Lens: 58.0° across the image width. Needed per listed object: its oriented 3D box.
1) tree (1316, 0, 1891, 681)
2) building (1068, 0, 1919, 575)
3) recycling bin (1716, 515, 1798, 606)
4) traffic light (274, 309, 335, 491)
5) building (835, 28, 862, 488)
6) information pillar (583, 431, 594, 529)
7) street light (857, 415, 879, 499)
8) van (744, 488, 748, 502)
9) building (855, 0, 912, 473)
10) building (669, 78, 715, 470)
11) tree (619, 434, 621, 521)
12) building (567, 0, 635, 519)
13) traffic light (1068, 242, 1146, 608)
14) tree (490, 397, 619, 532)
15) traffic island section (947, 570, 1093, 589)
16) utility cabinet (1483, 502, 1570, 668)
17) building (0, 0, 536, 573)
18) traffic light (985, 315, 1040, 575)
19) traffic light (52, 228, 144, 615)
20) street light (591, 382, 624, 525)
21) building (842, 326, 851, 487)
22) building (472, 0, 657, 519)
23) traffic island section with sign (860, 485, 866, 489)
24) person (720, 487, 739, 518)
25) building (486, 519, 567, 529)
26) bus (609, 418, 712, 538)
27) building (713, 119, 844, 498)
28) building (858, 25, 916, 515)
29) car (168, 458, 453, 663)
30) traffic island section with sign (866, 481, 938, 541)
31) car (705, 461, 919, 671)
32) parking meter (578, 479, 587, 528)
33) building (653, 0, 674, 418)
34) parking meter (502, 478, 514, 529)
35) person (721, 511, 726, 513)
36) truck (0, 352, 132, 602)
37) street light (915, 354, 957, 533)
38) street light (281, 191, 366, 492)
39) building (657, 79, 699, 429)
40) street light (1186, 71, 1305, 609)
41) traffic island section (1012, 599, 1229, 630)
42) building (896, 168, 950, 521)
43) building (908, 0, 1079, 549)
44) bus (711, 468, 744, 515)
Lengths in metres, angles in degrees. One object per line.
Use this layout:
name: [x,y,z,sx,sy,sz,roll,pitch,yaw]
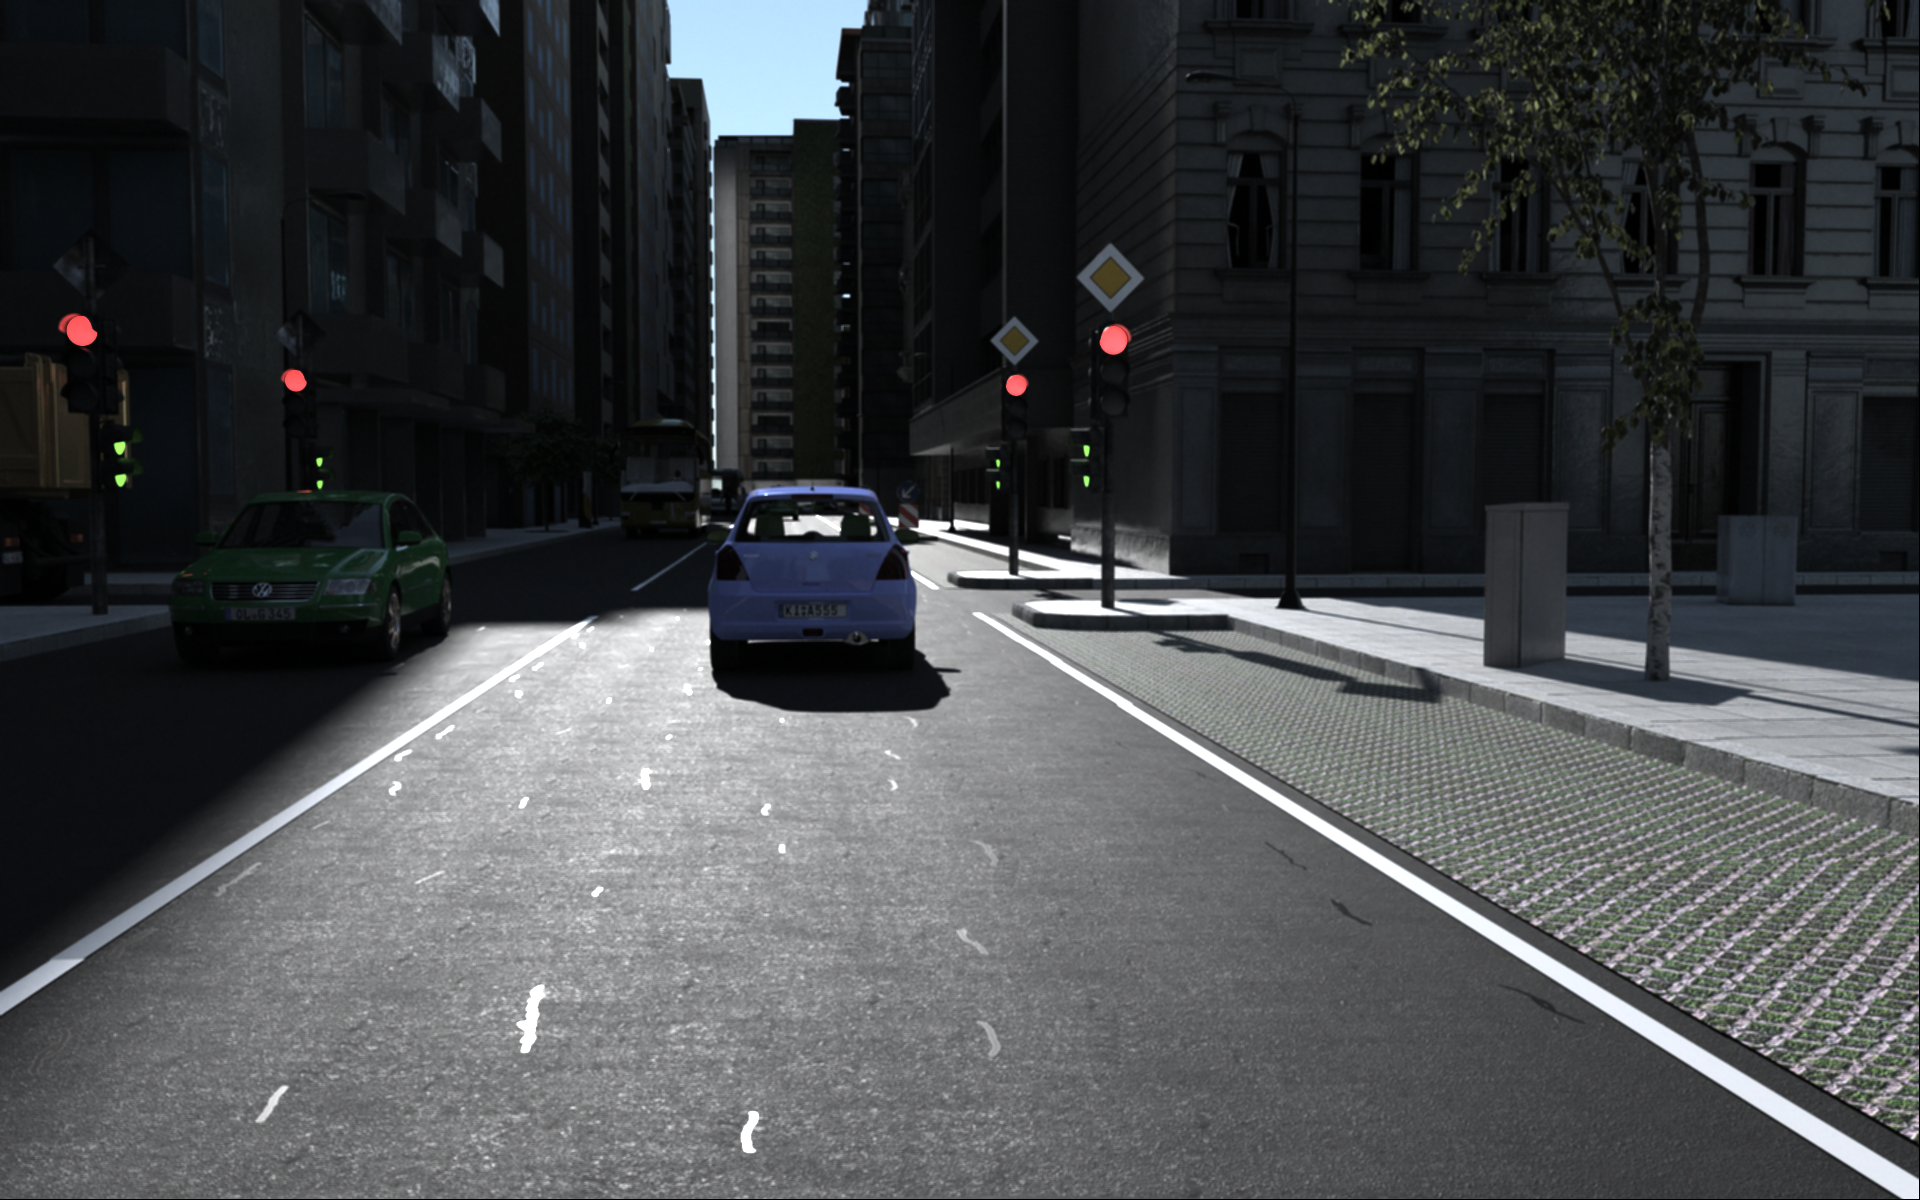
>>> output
tree: [4.569,-3.751,11.689,4.360,8.622,3.978,0,3,0]
building: [11.695,-11.199,32.254,18.267,20.994,9.793,0,4,-6]
recycling bin: [9.302,-0.470,20.241,0.722,1.027,0.722,1,4,12]
traffic light: [-9.968,-2.286,26.289,0.839,4.253,0.868,0,4,-6]
building: [-0.548,-31.162,164.117,22.147,44.769,28.867,0,4,-6]
information pillar: [-13.834,-4.465,64.349,0.183,3.616,0.504,1,4,14]
street light: [-5.350,-7.899,101.687,1.470,5.913,1.316,0,4,-6]
van: [-20.499,-9.437,158.670,2.240,2.365,5.245,0,4,-7]
building: [3.995,-31.491,134.484,23.786,49.044,30.456,0,4,-6]
building: [-38.735,-34.841,193.356,21.600,48.544,21.300,0,4,-6]
tree: [-16.756,-6.055,82.710,4.285,4.588,4.351,0,3,0]
building: [-24.990,-19.565,91.584,14.160,30.474,14.107,0,4,-6]
traffic light: [1.653,-1.868,19.470,0.839,4.253,0.868,0,4,-6]
tree: [-14.109,-4.584,58.664,4.285,4.588,4.351,0,3,0]
traffic island section: [0.876,-0.321,27.532,2.009,0.180,2.903,0,4,-6]
utility cabinet: [4.311,-0.124,13.197,0.306,1.237,1.020,3,4,37]
building: [-23.073,-25.624,38.554,23.786,49.044,30.456,0,4,-6]
traffic light: [0.835,-2.354,27.414,0.839,4.253,0.868,0,4,-6]
traffic light: [-9.149,-1.800,18.346,0.839,4.253,0.868,0,4,-6]
street light: [-14.566,-6.060,71.622,1.470,5.913,1.316,0,4,-6]
building: [0.894,-21.793,201.347,28.899,21.520,27.650,0,4,-6]
building: [-26.317,-27.928,106.739,14.600,45.320,14.200,0,4,-6]
traffic island section with sign: [-4.505,-4.353,79.802,1.989,1.847,2.006,0,4,-6]
person: [-13.907,-5.872,104.140,0.705,1.869,1.348,3,5,45]
building: [-23.457,-25.624,69.059,14.600,45.320,14.200,0,4,-6]
bus: [-10.087,-4.181,59.909,2.896,3.916,12.252,0,4,-6]
building: [-20.054,-31.084,191.809,14.086,41.232,14.154,0,4,-6]
building: [0.385,-20.785,111.542,14.160,30.474,14.107,0,4,-6]
car: [-5.911,-0.449,16.145,1.959,1.807,4.718,0,4,-8]
traffic island section with sign: [-1.741,-2.710,52.944,1.989,1.847,2.006,0,4,-6]
car: [-1.310,-0.356,15.414,1.945,1.707,3.694,0,4,-5]
parking meter: [-14.366,-3.698,66.181,0.399,1.863,0.255,-2,4,-24]
building: [-35.249,-32.861,126.513,28.713,52.752,27.495,0,4,-6]
parking meter: [-16.530,-3.527,63.375,0.255,1.863,0.399,1,4,18]
person: [-17.891,-7.487,130.896,0.705,1.826,1.348,1,4,15]
truck: [-16.001,-1.593,21.966,9.791,3.379,3.469,0,4,-4]
street light: [-0.801,-5.193,57.454,1.470,5.913,1.316,0,4,-6]
street light: [-9.808,-3.310,26.663,1.470,5.913,1.316,0,4,-6]
building: [-36.465,-28.588,159.301,23.993,40.220,32.217,0,4,-6]
street light: [3.177,-2.857,19.257,1.470,5.913,1.316,0,4,-6]
traffic island section: [1.694,0.165,19.588,2.009,0.180,2.903,0,4,-6]
building: [4.189,-16.295,85.503,14.460,24.649,34.723,0,4,-6]
building: [6.561,-14.323,53.246,14.314,24.678,30.058,0,4,-6]
bus: [-16.635,-7.728,121.207,2.948,3.499,13.247,0,4,-5]
